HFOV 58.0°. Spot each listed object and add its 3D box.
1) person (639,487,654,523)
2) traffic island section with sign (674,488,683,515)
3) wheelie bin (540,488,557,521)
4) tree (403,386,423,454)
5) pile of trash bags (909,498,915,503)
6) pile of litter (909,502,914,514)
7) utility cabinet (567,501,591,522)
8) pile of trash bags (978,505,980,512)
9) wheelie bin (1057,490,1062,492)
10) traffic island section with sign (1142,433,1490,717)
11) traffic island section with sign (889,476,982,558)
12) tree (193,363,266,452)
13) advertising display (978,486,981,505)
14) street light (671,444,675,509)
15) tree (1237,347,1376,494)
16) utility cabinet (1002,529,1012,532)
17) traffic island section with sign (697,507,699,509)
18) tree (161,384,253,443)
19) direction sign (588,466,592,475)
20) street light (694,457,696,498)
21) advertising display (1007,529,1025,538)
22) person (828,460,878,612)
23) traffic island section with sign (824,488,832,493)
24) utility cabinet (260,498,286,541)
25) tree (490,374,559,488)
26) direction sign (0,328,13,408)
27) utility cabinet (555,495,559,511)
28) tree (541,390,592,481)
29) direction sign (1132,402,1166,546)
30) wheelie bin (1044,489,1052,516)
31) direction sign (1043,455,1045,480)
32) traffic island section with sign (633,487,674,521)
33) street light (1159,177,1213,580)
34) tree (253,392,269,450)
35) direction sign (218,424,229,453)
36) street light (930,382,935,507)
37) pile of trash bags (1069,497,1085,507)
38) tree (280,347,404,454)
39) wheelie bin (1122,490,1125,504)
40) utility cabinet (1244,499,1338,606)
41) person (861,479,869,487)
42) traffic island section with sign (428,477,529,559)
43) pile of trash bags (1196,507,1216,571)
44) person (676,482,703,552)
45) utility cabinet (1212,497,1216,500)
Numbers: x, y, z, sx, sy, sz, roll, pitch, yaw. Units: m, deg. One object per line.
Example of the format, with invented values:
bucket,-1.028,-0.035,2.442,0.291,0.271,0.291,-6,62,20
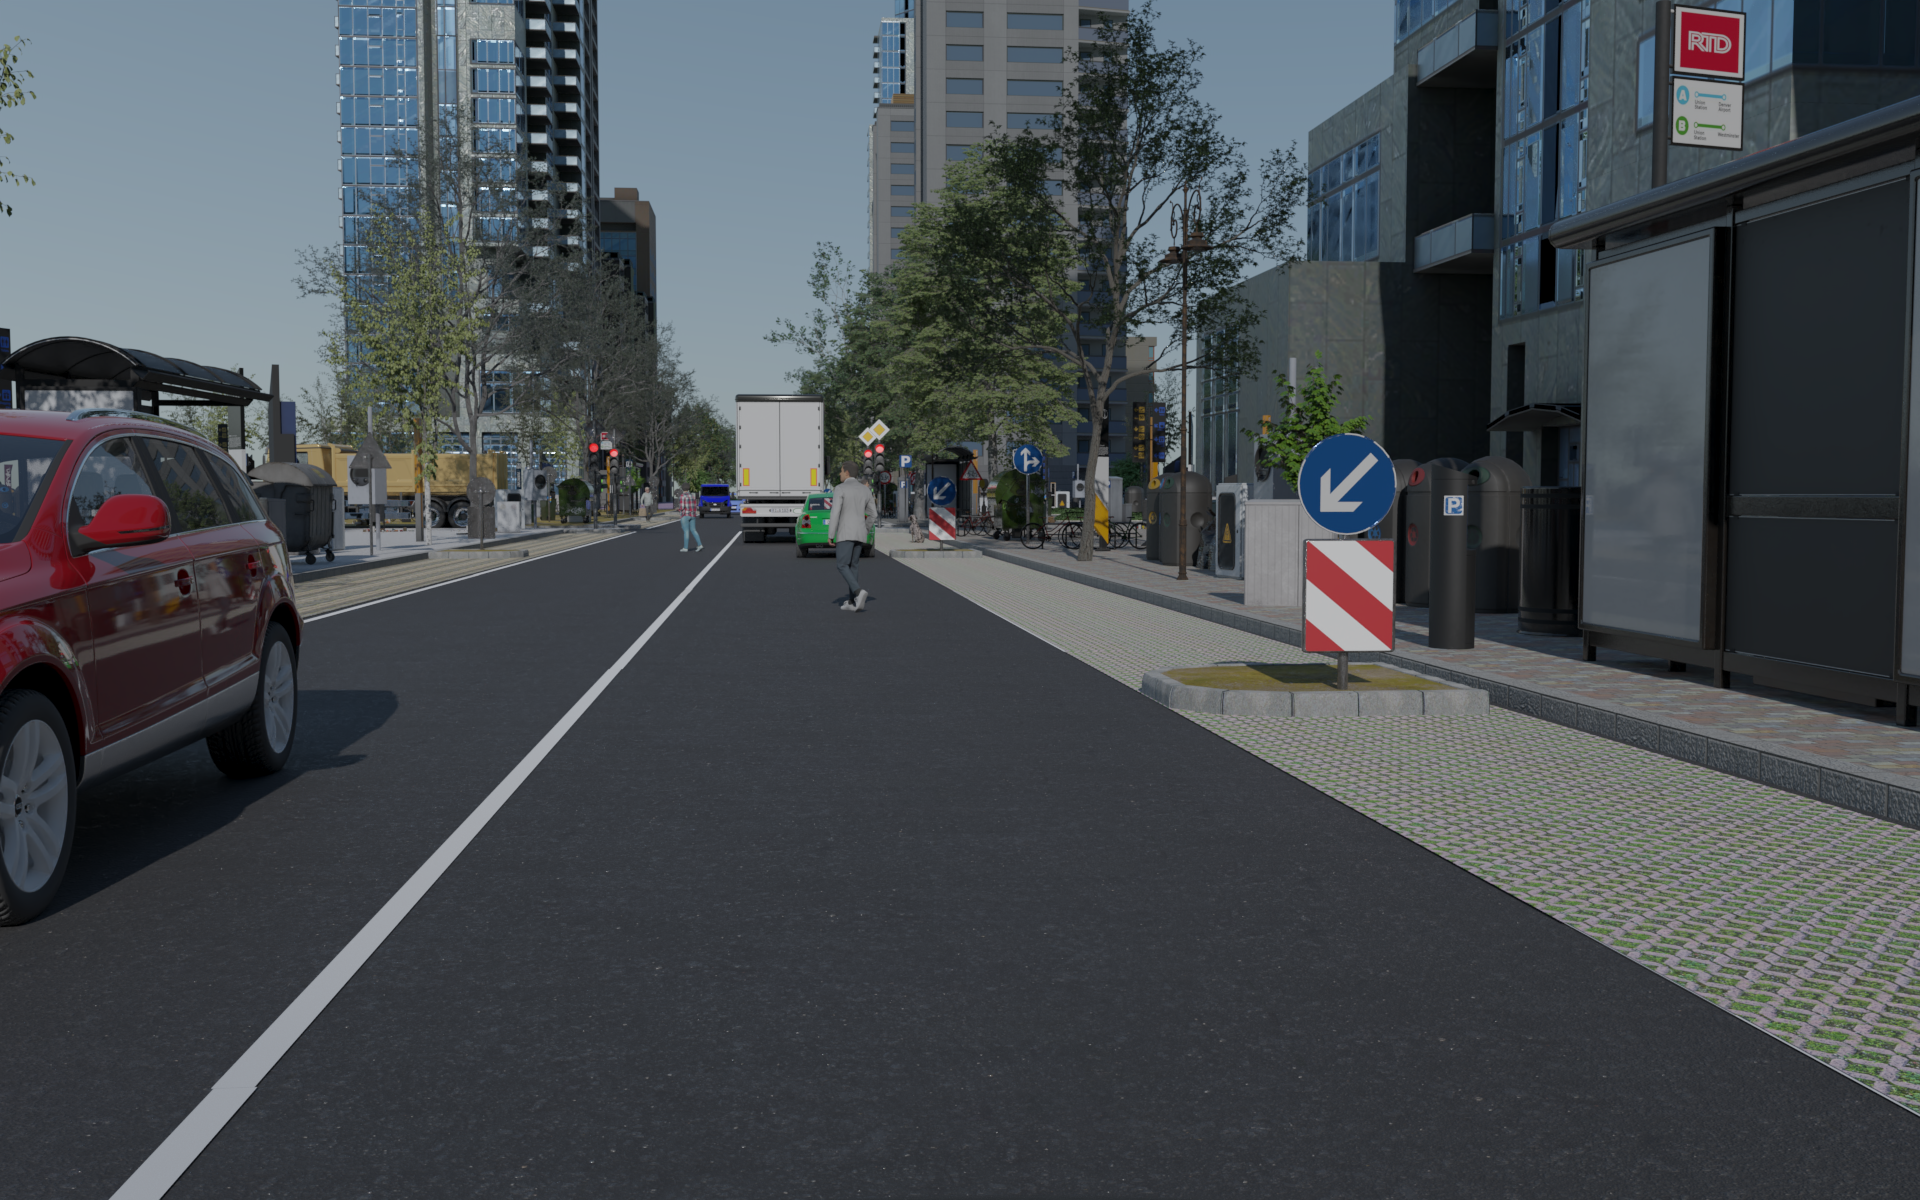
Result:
person,-15.514,-4.682,85.542,0.515,1.767,0.782,3,5,42
traffic island section with sign,-19.589,-6.875,121.026,1.989,1.847,2.006,0,4,-6
wheelie bin,-19.852,-4.624,83.508,0.693,1.594,0.980,-3,5,-43
tree,-30.912,-8.773,93.806,4.360,8.622,3.978,0,3,0
pile of trash bags,-4.575,-7.848,138.062,3.447,1.369,1.912,0,4,-3
pile of litter,-2.958,-5.969,111.550,1.176,0.858,1.719,0,4,1
utility cabinet,-17.242,-4.252,78.192,1.173,1.500,0.318,1,4,18
pile of trash bags,2.841,-7.238,128.096,1.912,1.369,3.447,2,4,31
wheelie bin,7.579,-7.571,131.693,0.693,1.594,0.980,-1,4,-16
traffic island section with sign,2.333,-0.208,12.025,1.989,1.847,2.006,0,4,-6
traffic island section with sign,-0.592,-1.880,39.369,1.989,1.847,2.006,0,4,-6
tree,-41.486,-9.025,97.928,4.737,8.622,4.395,0,3,0
advertising display,1.524,-7.985,135.767,0.123,1.923,0.974,0,4,5
street light,-24.641,-10.775,148.950,0.468,5.910,1.993,0,4,-6
tree,4.735,-1.733,22.935,1.663,3.219,1.824,0,3,0
utility cabinet,1.671,-2.943,59.282,0.306,1.237,1.020,1,4,14
traffic island section with sign,-24.982,-9.959,171.461,1.989,1.847,2.006,0,4,-6
tree,-45.907,-9.407,104.161,4.360,8.622,3.978,0,3,0
direction sign,-29.539,-8.945,138.245,0.876,3.537,0.379,1,4,9
street light,-28.827,-13.205,188.684,0.468,5.910,1.993,0,4,-6
advertising display,1.646,-2.763,50.384,0.123,1.923,0.974,2,4,35
person,-1.282,-0.785,21.180,0.661,1.843,0.795,-3,4,-38
traffic island section with sign,-9.469,-6.958,122.387,1.989,1.847,2.006,0,4,-6
utility cabinet,-11.591,-1.107,29.255,0.306,1.237,1.020,-2,4,-28
tree,-24.351,-9.023,97.882,4.360,8.622,3.978,0,3,0
direction sign,-13.105,-1.919,23.372,0.379,3.537,0.876,1,4,13
utility cabinet,-31.182,-7.486,133.553,1.020,1.237,0.306,2,4,25
tree,-26.493,-10.123,115.878,4.737,8.622,4.395,0,3,0
direction sign,4.655,-3.101,42.698,0.876,3.537,0.379,-1,4,-17
wheelie bin,5.092,-5.774,102.316,0.693,1.594,0.980,-1,4,-16
direction sign,4.496,-6.553,99.144,0.876,3.537,0.379,-2,4,-28
traffic island section with sign,-16.707,-5.219,93.965,1.989,1.847,2.006,0,4,-6
street light,3.326,-3.237,25.710,0.468,5.910,1.993,0,4,-6
tree,-48.902,-10.649,124.473,4.360,8.622,3.978,0,3,0
direction sign,-23.509,-3.907,55.876,0.876,3.537,0.379,1,4,12
street light,-1.025,-5.632,64.868,0.468,5.910,1.993,0,4,-6
pile of trash bags,8.681,-6.818,121.228,1.912,1.369,3.447,-1,4,-19
tree,-30.794,-8.271,85.588,4.360,8.622,3.978,0,3,0
wheelie bin,12.140,-7.443,129.601,0.980,1.594,0.693,0,4,-1
utility cabinet,3.800,-0.535,19.907,1.020,1.237,0.306,1,4,23
person,-2.704,-2.370,47.345,0.679,1.850,0.850,-3,5,-43
traffic island section with sign,-10.839,-1.867,39.158,1.989,1.847,2.006,0,4,-6
pile of trash bags,5.737,-1.199,29.361,3.447,1.369,1.912,1,4,9
person,-6.762,-2.070,43.174,0.643,1.720,0.563,3,4,37
utility cabinet,5.729,-1.690,38.788,1.020,1.237,0.306,1,4,8
